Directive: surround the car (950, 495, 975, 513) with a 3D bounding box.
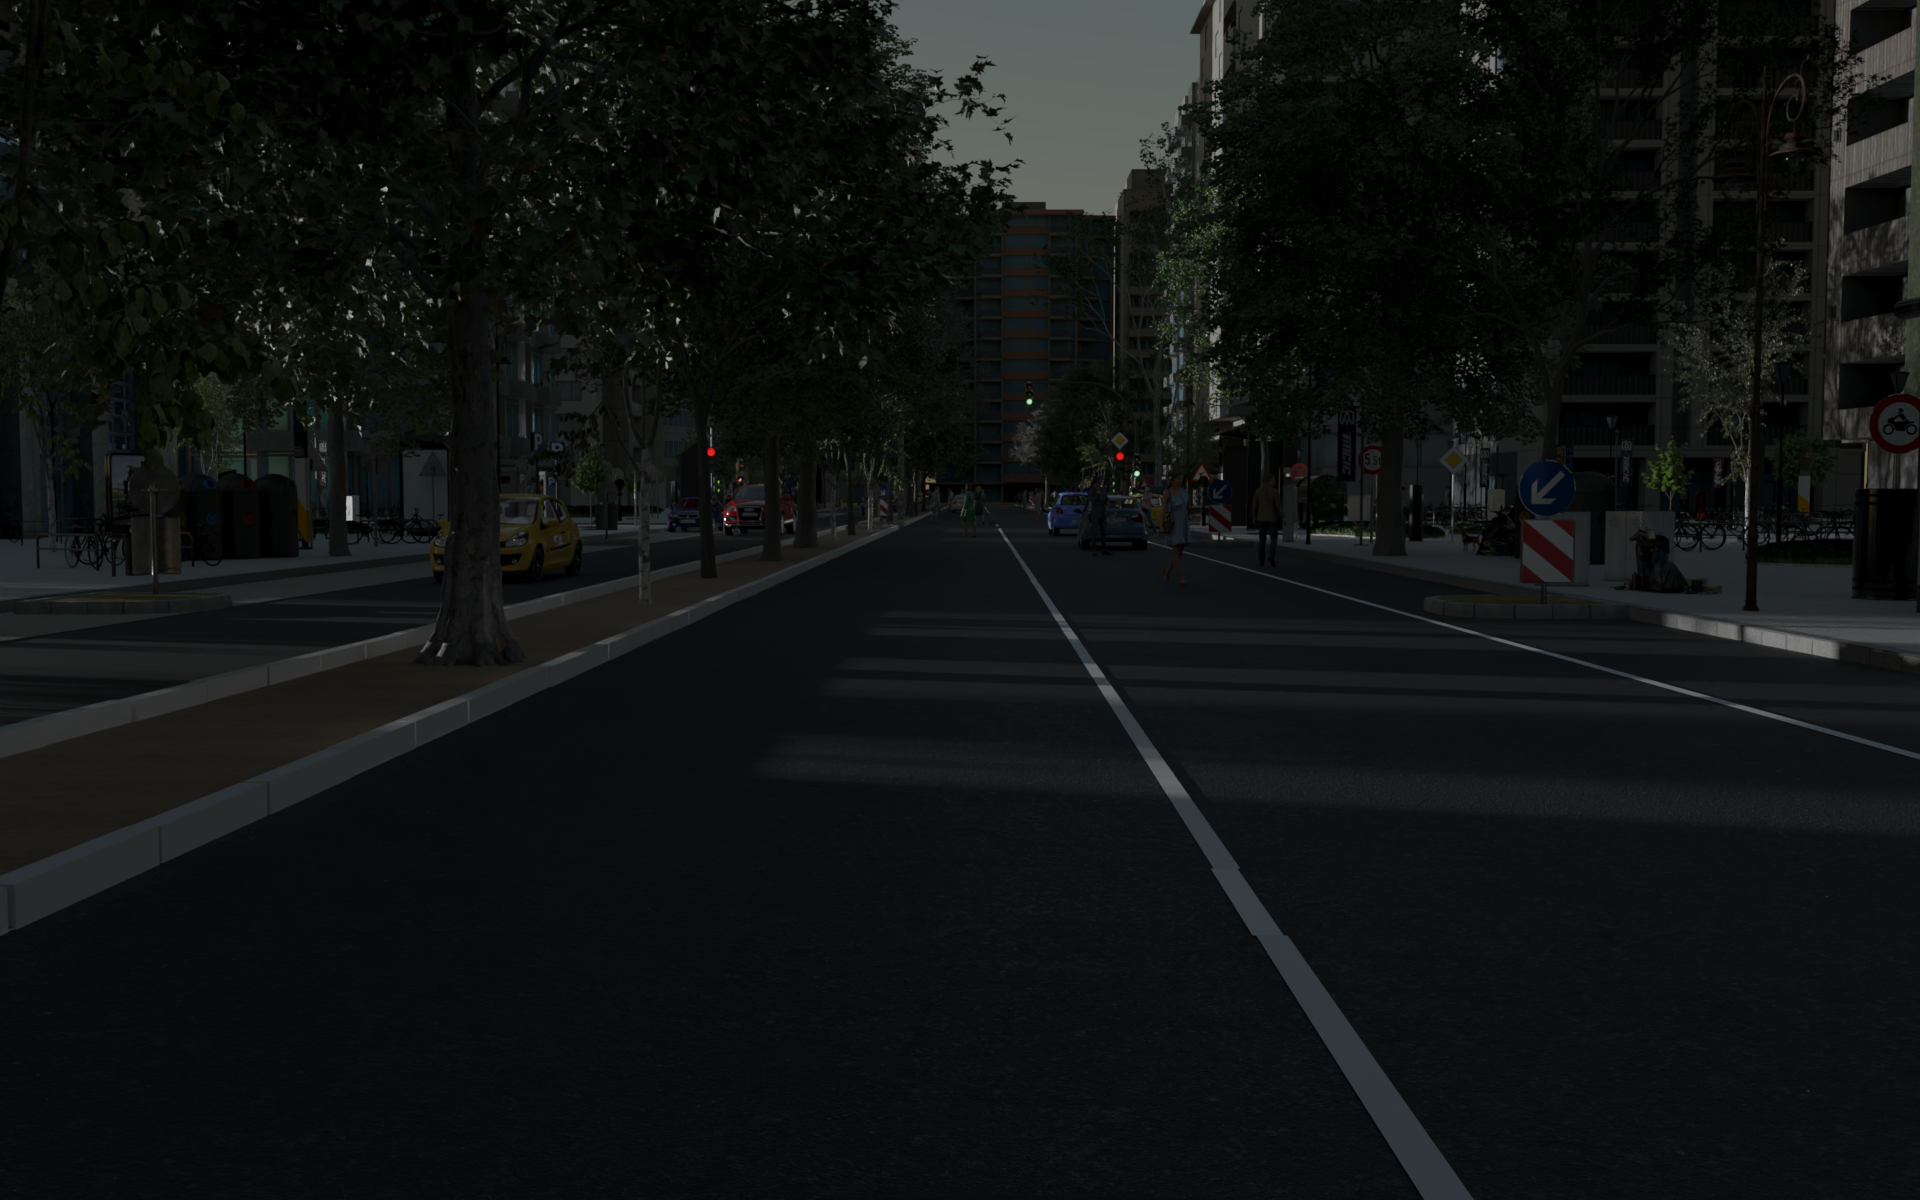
[{"bbox_3d":[0.279,-7.251,130.910,2.083,1.381,4.827,0,4,0],"label":"car"}]

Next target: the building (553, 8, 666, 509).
[{"bbox_3d":[-32.148,-27.887,139.550,14.154,41.232,14.086,0,4,1],"label":"building"}]

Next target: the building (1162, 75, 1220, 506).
[{"bbox_3d":[35.498,-35.464,199.452,23.786,49.044,30.456,0,4,1],"label":"building"}]

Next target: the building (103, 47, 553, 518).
[{"bbox_3d":[-37.676,-29.759,106.160,23.786,49.044,30.456,0,4,1],"label":"building"}]

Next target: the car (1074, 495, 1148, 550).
[{"bbox_3d":[4.037,-2.084,46.076,2.014,1.417,4.499,0,4,2],"label":"car"}]

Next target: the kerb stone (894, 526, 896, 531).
[{"bbox_3d":[-2.606,-2.651,65.606,0.120,0.150,1.000,0,4,1],"label":"kerb stone"}]

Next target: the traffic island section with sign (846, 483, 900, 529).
[{"bbox_3d":[-3.605,-3.828,70.719,2.006,1.907,1.989,0,4,1],"label":"traffic island section with sign"}]

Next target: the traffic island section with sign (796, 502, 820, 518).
[{"bbox_3d":[-9.443,-5.836,104.038,1.989,1.847,2.006,0,4,1],"label":"traffic island section with sign"}]

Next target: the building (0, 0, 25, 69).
[{"bbox_3d":[-65.411,-31.563,105.299,27.495,52.752,28.713,0,4,1],"label":"building"}]

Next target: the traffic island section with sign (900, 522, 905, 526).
[{"bbox_3d":[-3.526,-4.281,78.126,2.006,1.907,1.989,0,4,1],"label":"traffic island section with sign"}]

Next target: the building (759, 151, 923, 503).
[{"bbox_3d":[-19.696,-43.966,260.843,28.212,58.520,21.231,0,4,1],"label":"building"}]

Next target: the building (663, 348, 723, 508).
[{"bbox_3d":[-39.663,-40.511,204.346,28.212,58.520,21.231,0,4,1],"label":"building"}]

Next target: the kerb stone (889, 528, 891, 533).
[{"bbox_3d":[-2.642,-2.405,61.515,0.120,0.150,1.000,0,4,1],"label":"kerb stone"}]

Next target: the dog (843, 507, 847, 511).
[{"bbox_3d":[-9.510,-7.458,142.126,0.748,0.427,0.550,-3,4,-39],"label":"dog"}]

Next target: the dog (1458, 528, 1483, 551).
[{"bbox_3d":[11.493,-1.355,38.982,0.540,0.507,0.406,1,4,17],"label":"dog"}]

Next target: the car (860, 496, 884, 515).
[{"bbox_3d":[-5.895,-6.515,119.104,1.945,1.354,3.894,0,4,0],"label":"car"}]

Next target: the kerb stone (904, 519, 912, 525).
[{"bbox_3d":[-2.458,-3.631,81.554,0.120,0.150,1.000,0,4,1],"label":"kerb stone"}]

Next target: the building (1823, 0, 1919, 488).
[{"bbox_3d":[31.762,-16.819,46.690,14.160,30.474,14.107,0,4,1],"label":"building"}]

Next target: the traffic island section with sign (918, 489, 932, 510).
[{"bbox_3d":[-2.833,-8.876,153.261,2.006,1.907,1.989,0,4,1],"label":"traffic island section with sign"}]

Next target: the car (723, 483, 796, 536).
[{"bbox_3d":[-7.044,-3.219,61.296,2.281,1.827,5.304,0,4,2],"label":"car"}]

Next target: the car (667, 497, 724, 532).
[{"bbox_3d":[-9.996,-3.258,65.843,1.945,1.354,3.894,0,4,2],"label":"car"}]

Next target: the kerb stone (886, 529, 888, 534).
[{"bbox_3d":[-2.656,-2.277,59.471,0.120,0.150,1.000,0,4,1],"label":"kerb stone"}]

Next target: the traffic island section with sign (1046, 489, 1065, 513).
[{"bbox_3d":[7.721,-7.440,130.279,1.989,1.847,2.006,0,4,1],"label":"traffic island section with sign"}]

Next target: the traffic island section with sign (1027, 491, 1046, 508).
[{"bbox_3d":[8.193,-10.522,180.664,1.989,1.847,2.006,0,4,1],"label":"traffic island section with sign"}]

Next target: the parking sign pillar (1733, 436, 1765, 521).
[{"bbox_3d":[36.771,-5.646,80.789,1.447,3.967,1.447,0,4,0],"label":"parking sign pillar"}]

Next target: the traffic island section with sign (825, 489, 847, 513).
[{"bbox_3d":[-9.195,-7.508,131.378,1.989,1.847,2.006,0,4,1],"label":"traffic island section with sign"}]

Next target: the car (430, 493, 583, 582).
[{"bbox_3d":[-7.653,-1.171,29.370,2.015,1.641,3.980,0,4,2],"label":"car"}]

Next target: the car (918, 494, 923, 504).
[{"bbox_3d":[-5.318,-12.999,221.566,2.155,1.783,4.494,0,4,1],"label":"car"}]

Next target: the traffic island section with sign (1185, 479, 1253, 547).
[{"bbox_3d":[6.954,-2.395,47.784,1.989,1.847,2.006,0,4,1],"label":"traffic island section with sign"}]

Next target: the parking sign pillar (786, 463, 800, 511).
[{"bbox_3d":[-12.855,-8.932,134.510,1.447,3.967,1.447,1,4,23],"label":"parking sign pillar"}]

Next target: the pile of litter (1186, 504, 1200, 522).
[{"bbox_3d":[10.513,-3.972,78.900,1.719,0.858,1.176,-2,4,-34],"label":"pile of litter"}]

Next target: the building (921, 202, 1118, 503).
[{"bbox_3d":[8.853,-37.153,262.079,28.867,44.769,22.147,0,4,1],"label":"building"}]

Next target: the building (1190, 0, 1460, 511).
[{"bbox_3d":[38.448,-35.523,170.032,28.713,52.752,27.495,0,4,1],"label":"building"}]

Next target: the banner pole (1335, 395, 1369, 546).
[{"bbox_3d":[9.789,-3.250,43.156,0.863,3.779,0.401,0,4,0],"label":"banner pole"}]

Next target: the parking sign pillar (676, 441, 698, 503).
[{"bbox_3d":[-12.741,-5.705,81.752,1.447,3.967,1.447,-3,5,-41],"label":"parking sign pillar"}]

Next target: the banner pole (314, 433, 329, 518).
[{"bbox_3d":[-26.034,-4.926,70.550,0.863,3.779,0.401,2,4,28],"label":"banner pole"}]

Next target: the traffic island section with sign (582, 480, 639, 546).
[{"bbox_3d":[-9.973,-2.445,48.604,1.989,1.847,2.006,0,4,1],"label":"traffic island section with sign"}]

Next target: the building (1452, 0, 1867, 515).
[{"bbox_3d":[41.800,-40.432,99.313,20.611,71.187,20.563,0,4,1],"label":"building"}]

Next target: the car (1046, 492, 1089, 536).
[{"bbox_3d":[4.005,-3.130,60.772,1.945,1.707,3.694,0,4,-1],"label":"car"}]

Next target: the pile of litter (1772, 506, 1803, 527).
[{"bbox_3d":[32.619,-3.329,68.401,1.176,0.858,1.719,-1,4,-14],"label":"pile of litter"}]

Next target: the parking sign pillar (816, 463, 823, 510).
[{"bbox_3d":[-12.117,-9.520,144.130,1.447,3.967,1.447,0,4,2],"label":"parking sign pillar"}]

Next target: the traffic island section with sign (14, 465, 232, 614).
[{"bbox_3d":[-10.221,-0.785,21.458,1.989,1.847,2.006,0,4,1],"label":"traffic island section with sign"}]

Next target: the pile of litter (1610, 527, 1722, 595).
[{"bbox_3d":[9.338,-0.547,22.912,1.176,0.858,1.719,0,4,-1],"label":"pile of litter"}]

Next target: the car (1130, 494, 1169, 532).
[{"bbox_3d":[6.871,-3.317,64.452,2.015,1.641,3.980,0,4,1],"label":"car"}]

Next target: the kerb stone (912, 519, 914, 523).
[{"bbox_3d":[-2.443,-3.756,83.601,0.120,0.150,1.000,0,4,1],"label":"kerb stone"}]

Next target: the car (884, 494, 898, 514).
[{"bbox_3d":[-5.607,-7.333,128.937,2.155,1.783,4.494,0,4,-1],"label":"car"}]

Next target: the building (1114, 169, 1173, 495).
[{"bbox_3d":[34.073,-38.939,260.360,21.600,48.544,21.300,0,4,1],"label":"building"}]

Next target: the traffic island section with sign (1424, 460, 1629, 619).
[{"bbox_3d":[6.697,-0.746,20.830,1.989,1.847,2.006,0,4,1],"label":"traffic island section with sign"}]

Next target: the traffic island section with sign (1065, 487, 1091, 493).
[{"bbox_3d":[7.460,-5.792,103.325,1.989,1.847,2.006,0,4,1],"label":"traffic island section with sign"}]

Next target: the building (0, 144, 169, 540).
[{"bbox_3d":[-41.991,-44.748,44.300,31.000,86.520,22.319,0,4,1],"label":"building"}]
